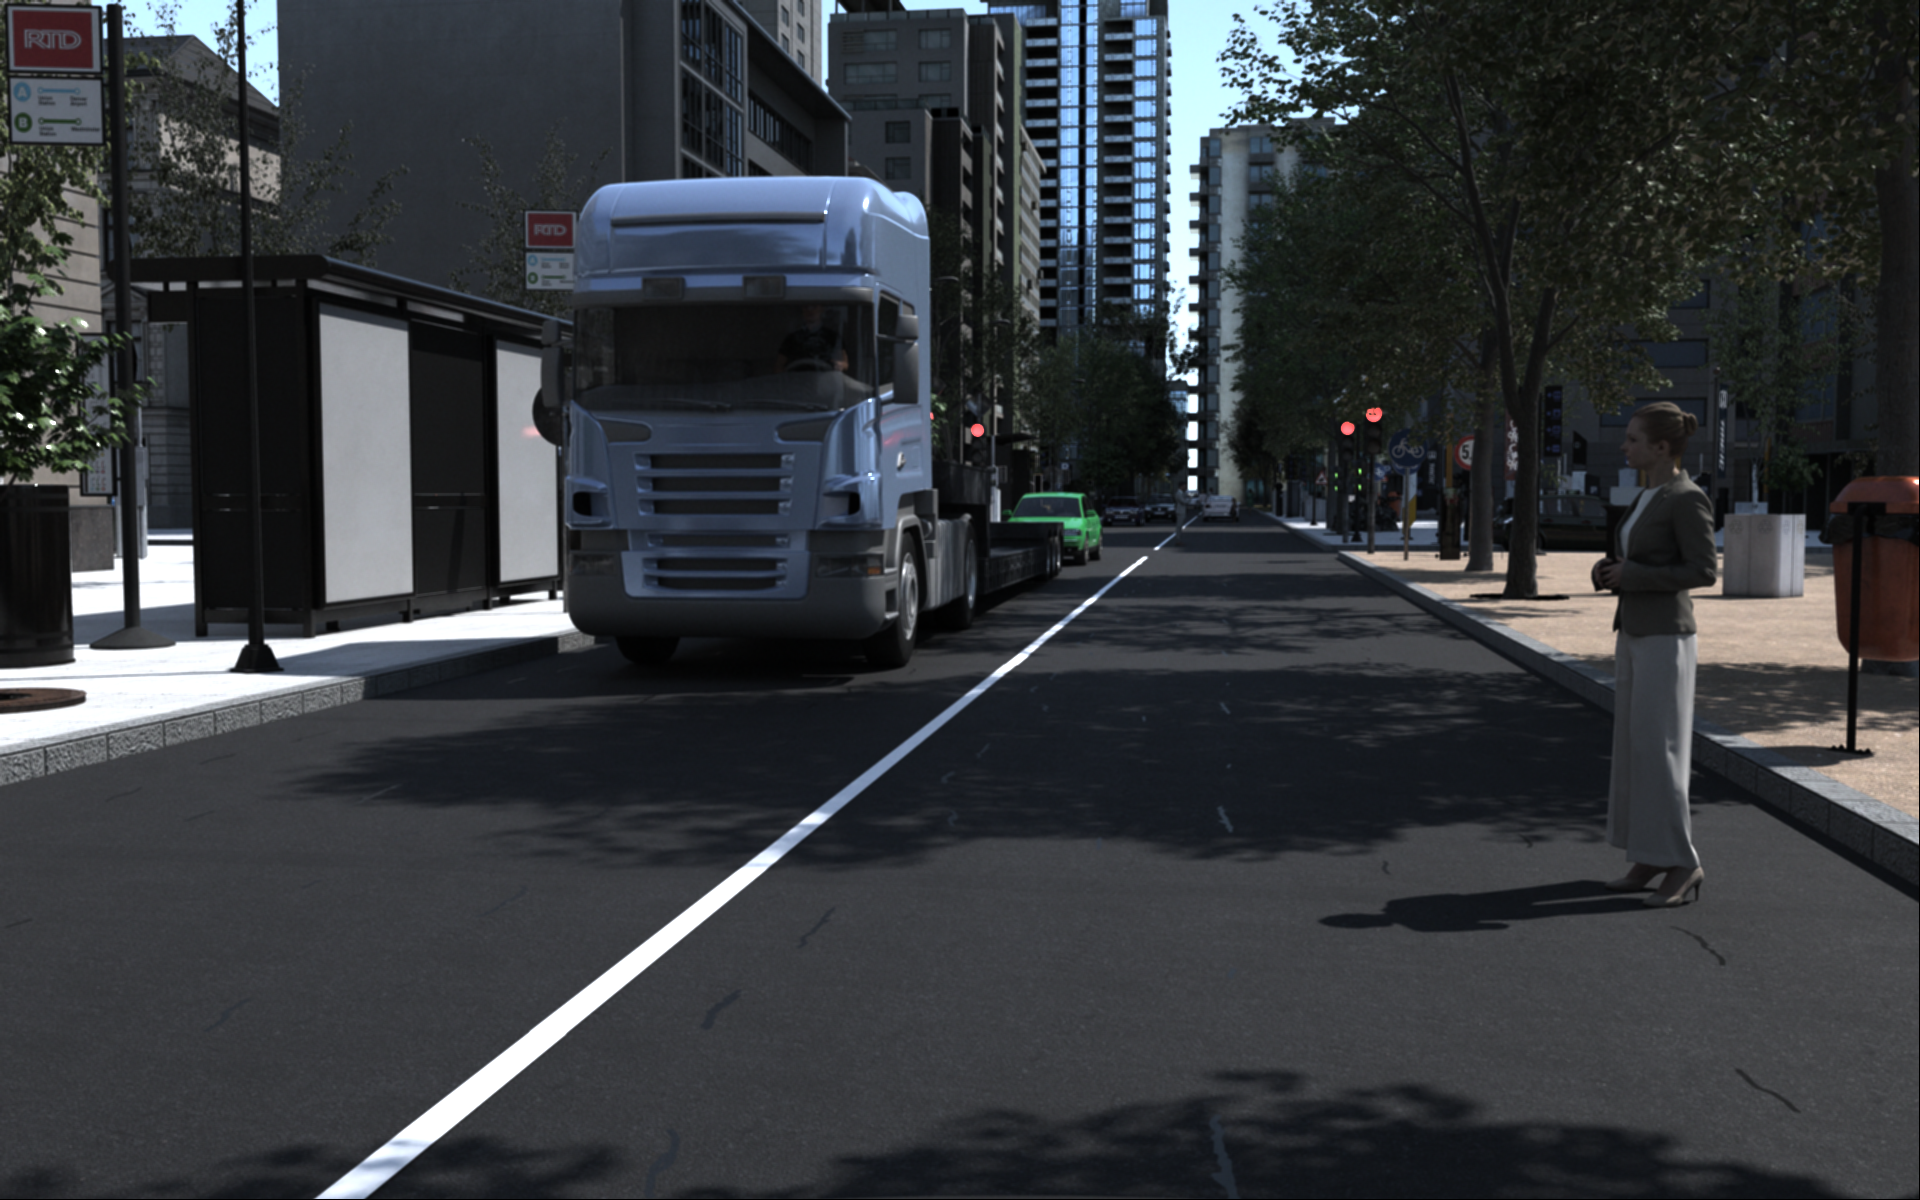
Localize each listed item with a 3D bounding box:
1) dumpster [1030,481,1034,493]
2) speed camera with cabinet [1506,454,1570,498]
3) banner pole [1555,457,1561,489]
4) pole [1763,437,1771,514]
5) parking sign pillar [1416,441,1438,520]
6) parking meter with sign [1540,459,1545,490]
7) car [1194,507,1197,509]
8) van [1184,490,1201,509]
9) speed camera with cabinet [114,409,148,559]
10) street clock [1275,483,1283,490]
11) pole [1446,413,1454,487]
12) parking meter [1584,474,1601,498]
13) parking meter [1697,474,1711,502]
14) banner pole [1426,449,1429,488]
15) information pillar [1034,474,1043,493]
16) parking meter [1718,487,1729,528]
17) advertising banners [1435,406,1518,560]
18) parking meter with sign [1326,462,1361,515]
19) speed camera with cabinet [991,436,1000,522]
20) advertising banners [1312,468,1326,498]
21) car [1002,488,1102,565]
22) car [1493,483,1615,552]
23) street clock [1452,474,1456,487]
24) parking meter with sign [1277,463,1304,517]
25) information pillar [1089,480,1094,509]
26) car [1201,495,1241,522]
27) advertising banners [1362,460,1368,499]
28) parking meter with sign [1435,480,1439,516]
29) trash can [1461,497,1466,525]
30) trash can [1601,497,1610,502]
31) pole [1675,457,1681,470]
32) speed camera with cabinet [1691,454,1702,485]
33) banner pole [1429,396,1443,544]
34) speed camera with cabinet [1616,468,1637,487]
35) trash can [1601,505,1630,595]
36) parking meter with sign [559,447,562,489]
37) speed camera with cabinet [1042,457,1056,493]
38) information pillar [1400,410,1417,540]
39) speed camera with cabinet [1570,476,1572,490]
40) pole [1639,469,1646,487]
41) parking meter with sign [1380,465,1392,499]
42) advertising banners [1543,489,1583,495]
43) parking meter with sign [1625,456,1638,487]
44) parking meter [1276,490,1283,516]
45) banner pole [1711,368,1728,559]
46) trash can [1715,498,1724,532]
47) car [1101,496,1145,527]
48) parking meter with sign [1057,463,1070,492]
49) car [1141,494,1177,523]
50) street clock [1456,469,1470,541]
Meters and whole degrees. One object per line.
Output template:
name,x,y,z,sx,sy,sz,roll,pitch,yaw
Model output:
dumpster,2.801,-4.213,74.641,1.264,1.857,1.865,1,4,8
speed camera with cabinet,21.208,-4.249,63.808,2.038,3.252,0.660,1,4,10
banner pole,26.457,-5.298,76.634,0.401,3.779,0.863,3,4,36
pole,29.039,-4.190,62.345,0.158,3.312,0.155,0,3,0
parking sign pillar,23.631,-6.068,87.690,1.447,3.967,1.447,-3,5,-42
parking meter with sign,28.695,-5.501,86.194,0.543,3.016,1.738,2,4,24
car,22.726,-9.818,172.884,2.083,1.381,4.827,0,4,7
van,22.131,-9.678,165.246,2.013,2.044,4.112,0,4,7
speed camera with cabinet,-16.635,-2.468,34.693,0.660,3.252,2.038,-2,4,-26
street clock,20.572,-6.555,111.749,0.471,2.002,0.358,-2,4,-23
pole,12.391,-3.060,43.875,0.158,3.312,0.155,0,3,0
parking meter,18.271,-2.712,50.059,0.399,1.863,0.255,0,4,-1
parking meter,21.071,-2.656,49.143,0.399,1.863,0.255,1,4,20
banner pole,23.189,-5.782,84.551,0.863,3.779,0.401,1,4,13
information pillar,2.885,-3.637,63.955,0.304,2.012,0.304,0,4,6
parking meter,29.323,-3.557,66.567,0.372,1.533,0.369,0,3,0
advertising banners,10.217,-2.306,33.897,2.074,3.025,0.090,-1,4,-21
parking meter with sign,20.368,-5.825,91.496,1.738,3.016,0.543,0,4,-6
speed camera with cabinet,1.007,-3.974,59.306,0.660,3.252,2.038,0,4,6
advertising banners,23.586,-7.194,113.807,0.090,3.025,2.074,-1,4,-13
car,1.940,-1.681,36.276,1.959,1.807,4.718,1,4,10
car,14.278,-1.823,39.593,4.222,1.686,2.009,1,4,9
street clock,17.346,-3.417,60.444,0.471,2.002,0.358,1,4,21
parking meter with sign,18.732,-6.176,97.232,1.738,3.016,0.543,2,4,27
information pillar,6.751,-5.196,89.443,0.304,2.012,0.304,1,4,22
car,13.710,-4.810,91.005,2.083,1.381,4.827,1,4,8
advertising banners,20.646,-5.632,88.275,0.090,3.025,2.074,1,4,20
parking meter with sign,25.072,-5.858,92.039,0.543,3.016,1.738,-2,4,-25
trash can,20.867,-3.739,72.782,0.748,1.137,0.748,0,3,0
trash can,29.213,-4.051,77.884,0.748,1.137,0.748,0,3,0
pole,21.754,-3.589,52.530,0.158,3.312,0.155,0,3,0
speed camera with cabinet,35.715,-5.567,85.357,2.038,3.252,0.660,3,4,38
banner pole,12.346,-3.333,44.511,0.401,3.779,0.863,1,4,16
speed camera with cabinet,23.770,-4.128,61.826,0.660,3.252,2.038,1,4,20
trash can,8.574,-0.641,22.128,0.748,1.137,0.748,0,3,0
parking meter with sign,-13.092,-3.519,53.796,0.543,3.016,1.738,3,5,40
speed camera with cabinet,4.117,-6.024,92.833,2.038,3.252,0.660,2,4,30
information pillar,12.621,-3.501,48.601,0.504,3.616,0.183,-3,4,-36
speed camera with cabinet,30.294,-5.550,85.071,2.038,3.252,0.660,0,4,-3
pole,21.567,-3.723,54.712,0.158,3.312,0.155,0,3,0
parking meter with sign,25.727,-6.642,104.854,0.543,3.016,1.738,0,4,6
advertising banners,18.320,-3.514,53.646,2.074,3.025,0.090,-1,4,-9
parking meter with sign,26.982,-4.489,69.652,0.543,3.016,1.738,1,4,22
parking meter,18.358,-5.574,99.543,0.372,1.533,0.369,0,3,0
banner pole,15.136,-2.724,34.550,0.401,3.779,0.863,3,5,43
trash can,25.372,-2.864,58.472,0.748,1.137,0.748,0,3,0
car,7.299,-3.952,77.191,1.945,1.354,3.894,1,4,8
parking meter with sign,5.569,-6.063,95.387,0.543,3.016,1.738,1,4,19
car,10.216,-4.787,88.052,2.009,1.686,4.222,1,4,9
street clock,13.855,-2.604,47.148,0.471,2.002,0.358,-3,5,-43
